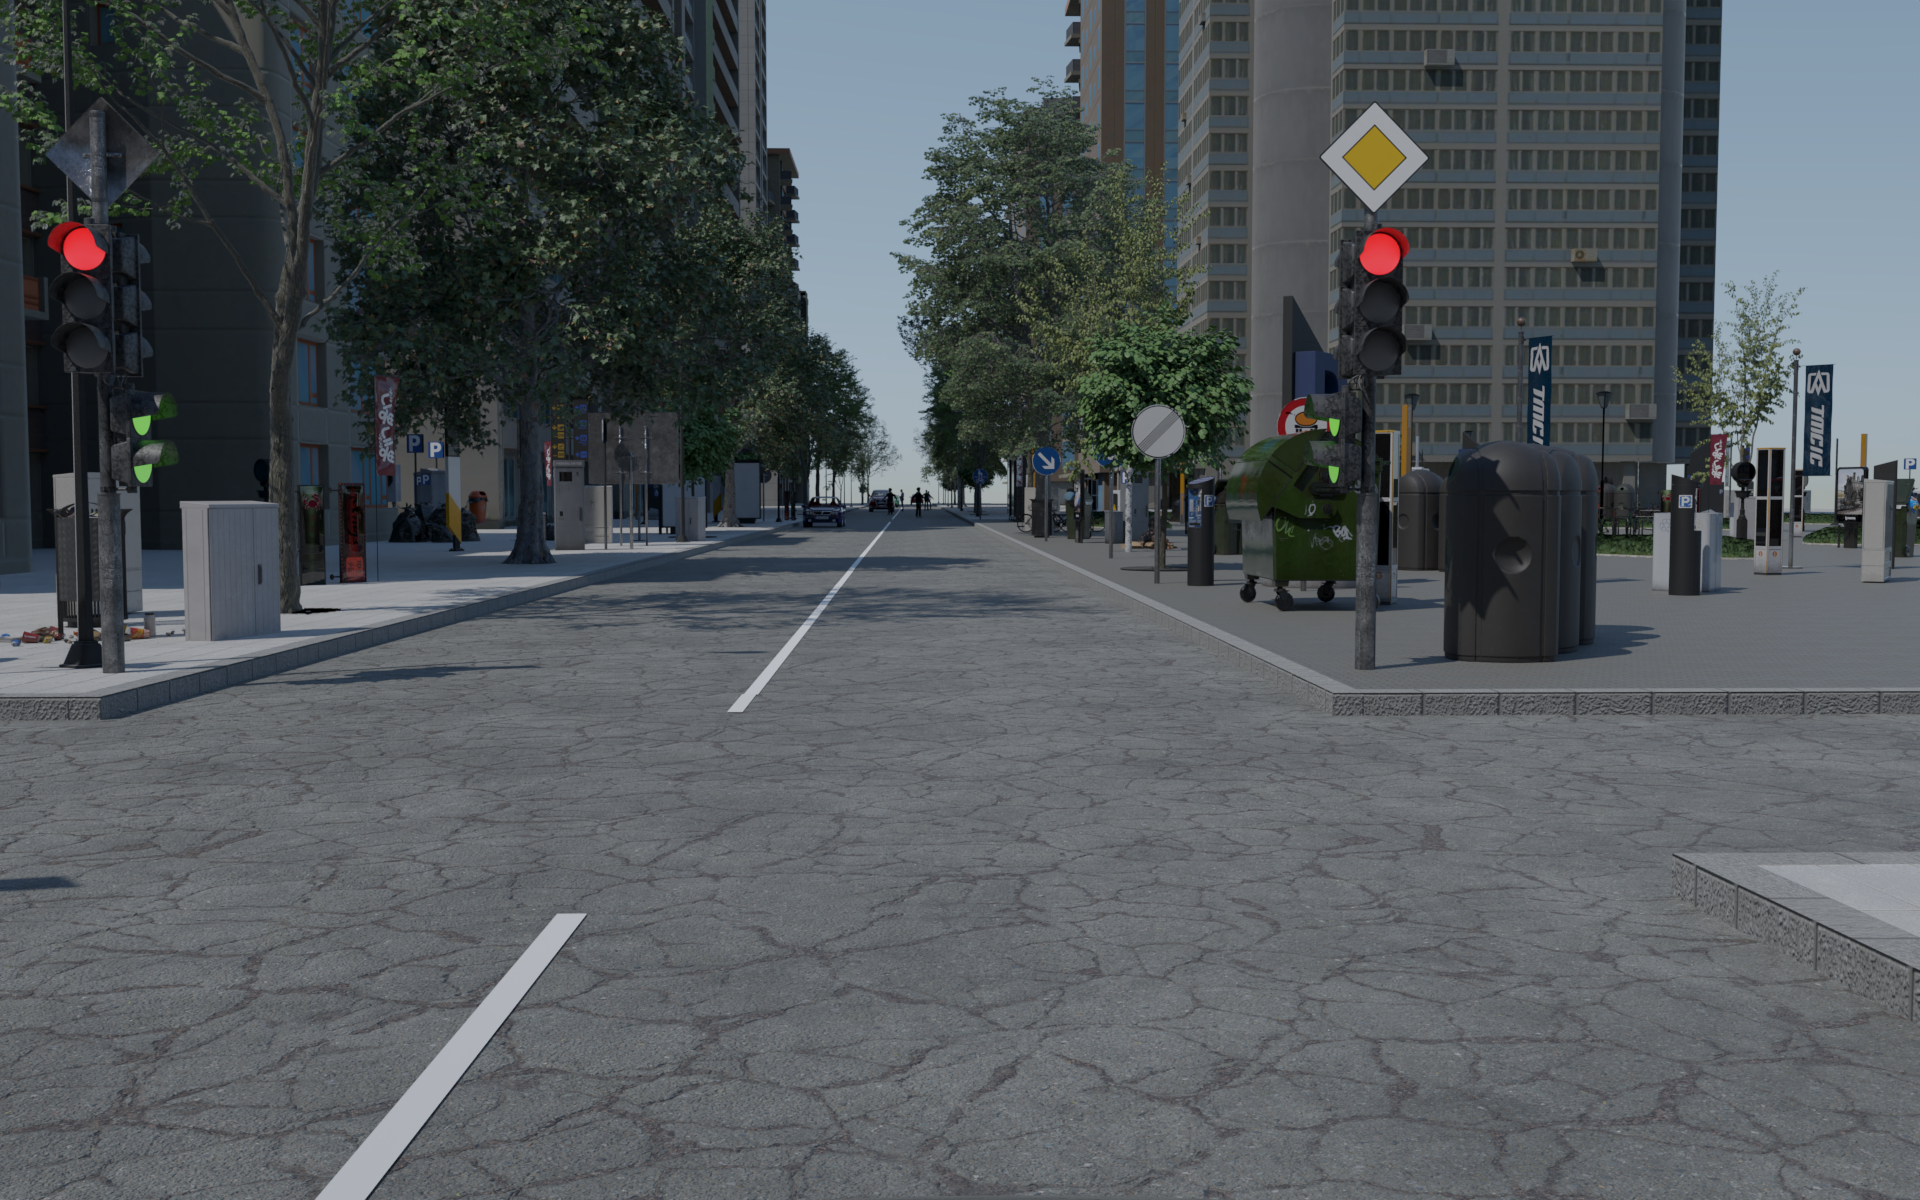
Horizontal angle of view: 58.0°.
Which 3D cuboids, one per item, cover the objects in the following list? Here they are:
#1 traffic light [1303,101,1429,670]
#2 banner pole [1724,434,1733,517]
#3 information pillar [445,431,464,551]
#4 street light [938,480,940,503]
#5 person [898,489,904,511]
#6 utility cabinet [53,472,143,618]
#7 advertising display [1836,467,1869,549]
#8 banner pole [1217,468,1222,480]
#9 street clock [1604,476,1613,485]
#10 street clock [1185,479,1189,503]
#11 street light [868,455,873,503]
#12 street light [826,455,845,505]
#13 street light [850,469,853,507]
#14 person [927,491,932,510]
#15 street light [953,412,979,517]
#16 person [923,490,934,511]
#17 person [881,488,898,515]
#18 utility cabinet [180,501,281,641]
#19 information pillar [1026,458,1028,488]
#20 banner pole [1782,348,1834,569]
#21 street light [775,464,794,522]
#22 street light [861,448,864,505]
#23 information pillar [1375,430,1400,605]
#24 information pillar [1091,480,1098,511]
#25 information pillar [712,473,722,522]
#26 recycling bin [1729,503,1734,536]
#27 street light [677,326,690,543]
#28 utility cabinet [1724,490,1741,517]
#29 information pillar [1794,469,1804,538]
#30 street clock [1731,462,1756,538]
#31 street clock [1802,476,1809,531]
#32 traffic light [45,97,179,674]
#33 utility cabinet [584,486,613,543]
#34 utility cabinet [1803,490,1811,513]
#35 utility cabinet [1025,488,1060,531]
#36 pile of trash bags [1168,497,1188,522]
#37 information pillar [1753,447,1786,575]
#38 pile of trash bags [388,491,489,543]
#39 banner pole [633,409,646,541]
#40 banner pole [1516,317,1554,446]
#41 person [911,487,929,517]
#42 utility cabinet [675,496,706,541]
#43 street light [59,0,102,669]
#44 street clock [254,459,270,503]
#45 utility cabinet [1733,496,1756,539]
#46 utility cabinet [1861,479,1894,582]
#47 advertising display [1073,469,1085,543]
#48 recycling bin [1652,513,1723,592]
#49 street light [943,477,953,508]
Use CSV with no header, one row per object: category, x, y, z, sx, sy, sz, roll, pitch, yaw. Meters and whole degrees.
traffic light,2.949,-1.447,12.576,0.839,4.253,0.868,0,4,-2
banner pole,31.670,-4.976,71.378,0.401,3.779,0.863,3,5,42
information pillar,-11.325,-2.895,38.695,0.183,3.616,0.504,1,4,16
street light,-1.302,-11.724,164.220,1.470,5.913,1.316,0,4,-2
person,-4.949,-8.317,144.358,0.599,1.838,0.709,-1,4,-13
utility cabinet,-9.013,-0.577,18.117,0.318,1.500,1.173,0,4,2
advertising display,21.078,-2.185,40.939,0.123,1.923,0.974,-1,4,-9
banner pole,11.285,-5.219,75.349,0.401,3.779,0.863,0,4,-5
street clock,26.601,-4.068,71.086,0.358,2.002,0.471,0,4,1
street clock,10.700,-4.704,81.478,0.471,2.002,0.358,1,4,19
street light,-11.081,-14.263,205.735,1.470,5.913,1.316,0,4,-2
street light,-8.876,-9.131,121.828,1.470,5.913,1.316,0,4,-2
street light,-9.816,-11.163,155.061,1.470,5.913,1.316,0,4,-2
person,-2.844,-9.079,157.882,0.436,1.711,0.756,-3,5,-44
street light,0.488,-7.650,97.612,1.470,5.913,1.316,0,4,-2
person,-2.894,-8.581,148.823,1.348,1.821,0.705,0,4,-3
person,-4.855,-6.845,120.048,1.348,1.869,0.705,-2,4,-35
utility cabinet,-6.525,-0.269,15.555,0.306,1.237,1.020,1,4,12
information pillar,2.937,-5.096,74.680,0.183,3.616,0.504,-1,4,-9
banner pole,14.494,-2.423,29.631,0.401,3.779,0.863,-3,5,-39
street light,-7.726,-6.503,78.871,1.470,5.913,1.316,0,4,-2
street light,-10.302,-12.237,172.609,1.470,5.913,1.316,0,4,-2
information pillar,4.917,-0.958,20.149,0.304,2.012,0.304,2,4,28
information pillar,6.859,-5.115,88.121,0.304,2.012,0.304,1,4,16
information pillar,-11.098,-5.364,79.053,0.504,3.616,0.183,3,4,39
recycling bin,23.082,-2.342,50.842,0.722,1.027,0.722,3,5,43
street light,-6.809,-4.480,45.784,1.470,5.913,1.316,0,4,-2
utility cabinet,37.441,-4.582,83.600,1.173,1.500,0.318,0,4,-3
information pillar,24.776,-2.860,51.261,0.304,2.012,0.304,1,4,21
street clock,17.504,-2.090,38.742,0.471,2.002,0.358,0,4,-7
street clock,29.095,-3.383,59.878,0.471,2.002,0.358,-3,4,-38
traffic light,-6.059,-1.431,12.317,0.839,4.253,0.868,0,4,-2
utility cabinet,-9.618,-2.218,44.936,1.173,1.500,0.318,0,4,-6
utility cabinet,40.882,-4.601,83.909,0.318,1.500,1.173,3,5,44
utility cabinet,2.816,-3.089,59.181,1.173,1.500,0.318,1,4,15
pile of trash bags,10.689,-4.213,78.640,1.912,1.369,3.447,0,4,-6
information pillar,12.817,-1.403,27.426,0.304,2.012,0.304,-1,4,-16
pile of trash bags,-13.902,-2.286,47.130,1.912,1.369,3.447,1,4,16
banner pole,-8.764,-3.505,47.331,0.401,3.779,0.863,0,4,-6
banner pole,8.040,-2.104,24.424,0.401,3.779,0.863,-1,4,-23
person,-2.524,-6.006,106.330,1.348,1.869,0.705,3,4,37
utility cabinet,-7.368,-2.210,47.297,1.020,1.237,0.306,3,5,44
street light,-5.947,-2.456,12.696,1.470,5.913,1.316,0,4,-2
street clock,-14.228,-1.893,35.520,0.471,2.002,0.358,2,4,33
utility cabinet,21.827,-2.229,47.604,1.020,1.237,0.306,0,4,-2
utility cabinet,13.467,-1.022,25.391,0.318,1.500,1.173,2,4,33
advertising display,3.129,-2.466,45.527,0.123,1.923,0.974,0,4,-6
recycling bin,9.680,-0.642,23.047,0.722,1.027,0.722,3,4,36
street light,-0.409,-9.697,131.080,1.470,5.913,1.316,0,4,-2
